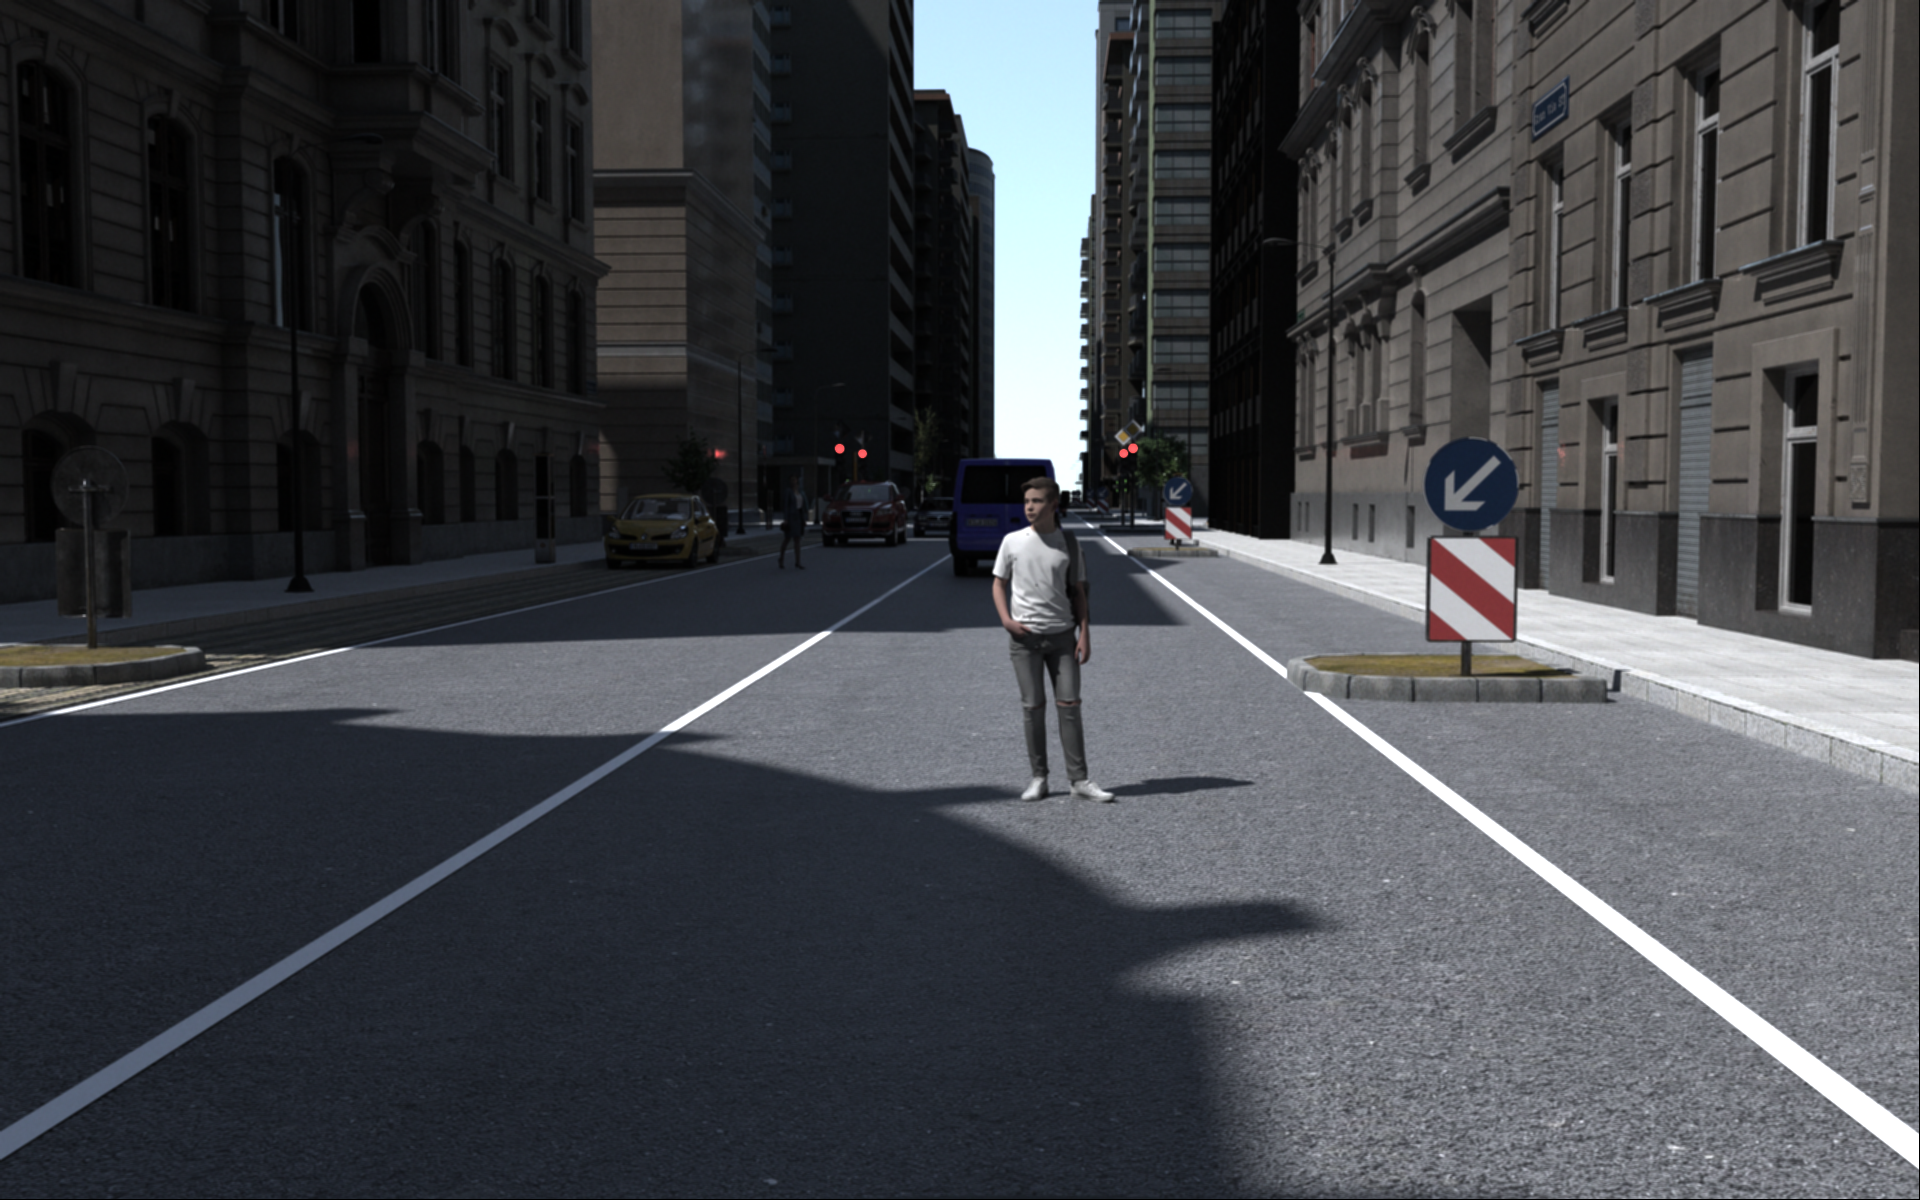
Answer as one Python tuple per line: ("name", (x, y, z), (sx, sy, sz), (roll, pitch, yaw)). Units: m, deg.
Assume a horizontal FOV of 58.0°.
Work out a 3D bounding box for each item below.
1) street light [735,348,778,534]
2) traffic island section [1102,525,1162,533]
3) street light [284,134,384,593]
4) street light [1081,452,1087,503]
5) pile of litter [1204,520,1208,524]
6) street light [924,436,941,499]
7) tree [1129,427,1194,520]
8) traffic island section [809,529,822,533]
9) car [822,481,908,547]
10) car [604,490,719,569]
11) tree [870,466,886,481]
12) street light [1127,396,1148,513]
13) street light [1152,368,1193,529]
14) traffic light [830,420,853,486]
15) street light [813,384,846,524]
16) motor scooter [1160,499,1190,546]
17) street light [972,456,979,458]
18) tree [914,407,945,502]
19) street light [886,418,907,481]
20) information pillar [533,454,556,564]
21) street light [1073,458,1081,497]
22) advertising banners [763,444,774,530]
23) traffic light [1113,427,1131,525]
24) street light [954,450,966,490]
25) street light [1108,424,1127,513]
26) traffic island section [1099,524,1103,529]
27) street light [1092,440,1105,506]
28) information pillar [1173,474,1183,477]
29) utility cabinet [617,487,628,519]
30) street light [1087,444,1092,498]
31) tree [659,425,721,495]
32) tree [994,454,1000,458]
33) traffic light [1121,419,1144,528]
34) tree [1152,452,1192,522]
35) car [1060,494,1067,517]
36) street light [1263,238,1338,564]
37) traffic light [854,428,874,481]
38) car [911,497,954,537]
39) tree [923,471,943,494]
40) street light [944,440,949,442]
("street light", (-6.481, -5.059, 55.250), (1.470, 5.913, 1.316), (0, 4, 3))
("traffic island section", (6.464, -2.600, 64.787), (2.009, 0.180, 2.903), (0, 4, 3))
("street light", (-8.125, -3.056, 22.509), (1.470, 5.913, 1.316), (0, 4, 3))
("street light", (14.442, -13.423, 192.014), (1.470, 5.913, 1.316), (0, 4, 3))
("pile of litter", (11.157, -3.609, 72.970), (1.719, 0.858, 1.176), (2, 4, 25))
("street light", (-2.266, -10.111, 137.857), (1.470, 5.913, 1.316), (0, 4, 3))
("tree", (10.562, -6.531, 90.489), (4.285, 4.588, 4.351), (0, 3, 0))
("traffic island section", (-4.513, -2.634, 65.349), (2.009, 0.180, 2.903), (0, 4, 3))
("car", (-2.644, -2.462, 48.928), (2.281, 1.827, 5.304), (0, 4, 3))
("car", (-5.878, -1.475, 34.347), (2.015, 1.641, 3.980), (0, 4, 1))
("tree", (-5.040, -7.020, 109.377), (1.663, 3.219, 1.824), (0, 3, 0))
("street light", (8.829, -6.713, 82.305), (1.470, 5.913, 1.316), (0, 4, 3))
("street light", (7.877, -5.574, 63.674), (1.470, 5.913, 1.316), (0, 4, 3))
("traffic light", (-4.474, -4.666, 65.212), (0.839, 4.253, 0.868), (0, 4, 3))
("street light", (-5.517, -6.154, 73.152), (1.470, 5.913, 1.316), (0, 4, 3))
("motor scooter", (6.004, -2.171, 48.276), (0.815, 1.314, 1.986), (0, 4, 1))
("street light", (1.719, -14.760, 213.866), (1.470, 5.913, 1.316), (0, 4, 3))
("tree", (-3.320, -11.783, 143.011), (4.737, 8.622, 4.395), (0, 3, 0))
("street light", (-3.927, -8.115, 105.220), (1.470, 5.913, 1.316), (0, 4, 3))
("information pillar", (-7.691, -1.687, 32.074), (0.304, 2.012, 0.304), (0, 4, 4))
("street light", (16.909, -16.508, 242.450), (1.470, 5.913, 1.316), (0, 4, 3))
("advertising banners", (-6.861, -4.018, 61.880), (0.090, 3.025, 2.074), (0, 4, 3))
("traffic light", (6.831, -5.121, 72.650), (0.839, 4.253, 0.868), (0, 4, 3))
("street light", (-0.077, -12.796, 181.754), (1.470, 5.913, 1.316), (0, 4, 3))
("street light", (10.518, -8.699, 114.776), (1.470, 5.913, 1.316), (0, 4, 3))
("traffic island section", (6.870, -3.088, 72.761), (2.009, 0.180, 2.903), (0, 4, 3))
("street light", (12.225, -10.708, 147.619), (1.470, 5.913, 1.316), (0, 4, 3))
("information pillar", (7.825, -3.534, 62.271), (0.304, 2.012, 0.304), (0, 4, -2))
("utility cabinet", (-9.916, -2.579, 50.842), (0.318, 1.500, 1.173), (-1, 4, -10))
("street light", (12.700, -11.412, 159.123), (1.470, 5.913, 1.316), (0, 4, 3))
("tree", (-7.608, -3.300, 48.550), (1.663, 3.219, 1.824), (0, 3, 0))
("tree", (5.828, -21.874, 307.999), (4.360, 8.622, 3.978), (0, 3, 0))
("traffic light", (6.424, -4.633, 64.675), (0.839, 4.253, 0.868), (0, 4, 3))
("tree", (9.793, -5.144, 78.699), (1.663, 3.219, 1.824), (0, 3, 0))
("car", (5.824, -6.117, 109.048), (2.155, 1.783, 4.494), (0, 4, 4))
("street light", (6.209, -3.613, 31.610), (1.470, 5.913, 1.316), (0, 4, 3))
("traffic light", (-4.067, -5.154, 73.187), (0.839, 4.253, 0.868), (0, 4, 3))
("car", (-0.664, -2.848, 59.139), (1.945, 1.354, 3.894), (0, 4, 2))
("tree", (-2.363, -9.317, 146.932), (1.663, 3.219, 1.824), (0, 3, 0))
("street light", (-1.647, -10.830, 149.611), (1.470, 5.913, 1.316), (0, 4, 3))
